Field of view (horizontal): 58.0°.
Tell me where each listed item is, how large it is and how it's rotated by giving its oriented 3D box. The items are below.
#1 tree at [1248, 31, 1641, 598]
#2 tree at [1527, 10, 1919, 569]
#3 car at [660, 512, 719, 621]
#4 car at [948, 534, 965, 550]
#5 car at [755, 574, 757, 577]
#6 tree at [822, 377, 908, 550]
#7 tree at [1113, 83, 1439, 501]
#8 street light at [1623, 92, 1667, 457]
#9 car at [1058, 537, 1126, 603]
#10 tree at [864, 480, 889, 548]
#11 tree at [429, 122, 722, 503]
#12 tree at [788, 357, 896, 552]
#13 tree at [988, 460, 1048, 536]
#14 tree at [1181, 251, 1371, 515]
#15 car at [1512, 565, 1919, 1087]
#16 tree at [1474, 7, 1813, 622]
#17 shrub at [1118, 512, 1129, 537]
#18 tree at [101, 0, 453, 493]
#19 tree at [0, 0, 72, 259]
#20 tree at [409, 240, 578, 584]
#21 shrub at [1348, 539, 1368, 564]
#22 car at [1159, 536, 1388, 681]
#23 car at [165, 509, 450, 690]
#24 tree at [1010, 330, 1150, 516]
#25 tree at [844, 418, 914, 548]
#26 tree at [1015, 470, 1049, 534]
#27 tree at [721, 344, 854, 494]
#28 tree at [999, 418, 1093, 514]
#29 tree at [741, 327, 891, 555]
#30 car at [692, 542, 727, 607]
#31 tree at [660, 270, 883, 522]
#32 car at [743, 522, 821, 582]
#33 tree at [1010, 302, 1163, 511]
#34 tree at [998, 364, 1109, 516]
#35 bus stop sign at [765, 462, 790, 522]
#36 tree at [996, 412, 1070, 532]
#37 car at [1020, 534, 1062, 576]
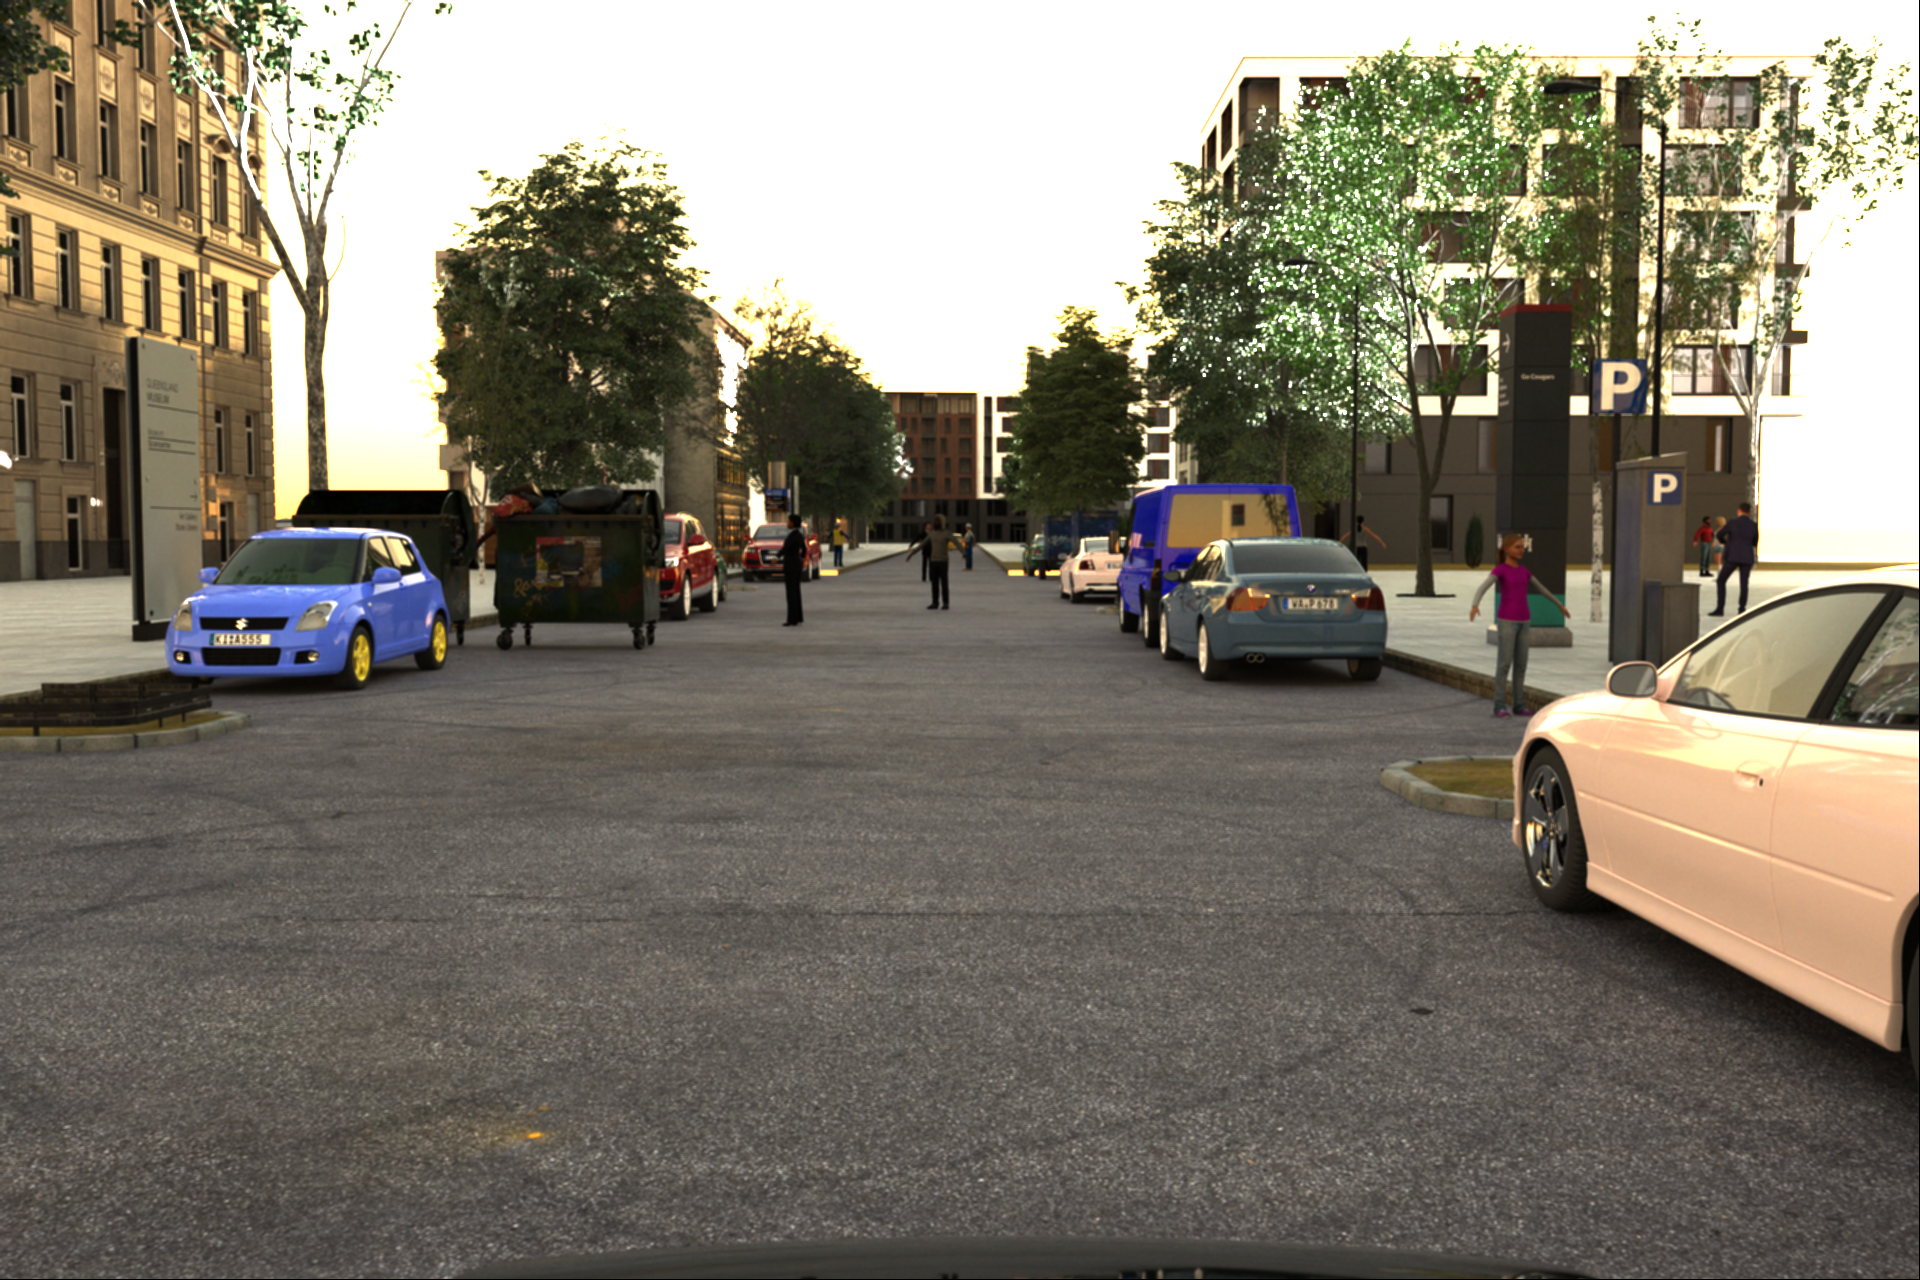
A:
[{"bbox_3d":[9.626,-6.692,35.168,9.928,11.665,9.643,0,3,0],"label":"tree"},{"bbox_3d":[27.823,-12.709,63.681,12.611,20.169,13.585,0,3,0],"label":"tree"},{"bbox_3d":[-5.512,-1.328,30.389,2.281,1.827,5.304,0,4,0],"label":"car"},{"bbox_3d":[-0.476,-7.766,137.196,2.015,1.641,3.980,0,4,-1],"label":"car"},{"bbox_3d":[-5.881,-2.846,58.893,2.083,1.381,4.827,0,4,0],"label":"car"},{"bbox_3d":[-8.818,-14.323,140.839,9.857,13.997,8.962,0,3,0],"label":"tree"},{"bbox_3d":[9.379,-8.830,51.026,9.857,13.997,8.962,0,3,0],"label":"tree"},{"bbox_3d":[7.756,-2.775,17.905,1.470,5.913,1.316,0,3,0],"label":"street light"},{"bbox_3d":[3.185,-1.518,37.187,2.083,1.381,4.827,0,4,-1],"label":"car"},{"bbox_3d":[-8.503,-13.021,163.253,4.737,8.622,4.395,0,3,0],"label":"tree"},{"bbox_3d":[-12.442,-9.058,54.749,9.857,13.997,8.962,0,3,0],"label":"tree"},{"bbox_3d":[-9.292,-13.360,125.084,9.857,13.997,8.962,0,3,0],"label":"tree"},{"bbox_3d":[6.744,-13.572,156.306,8.767,10.594,7.601,-1,4,-10],"label":"tree"},{"bbox_3d":[12.334,-9.187,68.331,7.486,12.596,7.792,0,3,0],"label":"tree"},{"bbox_3d":[3.169,0.440,5.171,2.083,1.381,4.827,0,4,0],"label":"car"},{"bbox_3d":[9.134,-4.576,25.174,4.360,8.622,3.978,0,3,0],"label":"tree"},{"bbox_3d":[5.955,-3.592,62.770,1.661,2.075,1.752,0,3,0],"label":"shrub"},{"bbox_3d":[-13.377,-10.731,31.342,12.611,20.169,13.585,0,3,0],"label":"tree"},{"bbox_3d":[-12.159,-6.567,14.033,9.857,13.997,8.962,0,3,0],"label":"tree"},{"bbox_3d":[-12.386,-5.728,44.017,4.360,8.622,3.978,0,3,0],"label":"tree"},{"bbox_3d":[14.821,-3.294,64.980,1.383,1.207,1.383,0,3,0],"label":"shrub"},{"bbox_3d":[3.205,-0.380,18.223,2.014,1.417,4.499,0,4,-1],"label":"car"},{"bbox_3d":[-6.320,-0.453,17.001,1.945,1.707,3.694,0,3,0],"label":"car"},{"bbox_3d":[6.599,-10.853,95.566,7.486,12.596,7.792,0,3,0],"label":"tree"},{"bbox_3d":[-9.205,-14.968,155.090,12.009,13.543,11.850,0,3,0],"label":"tree"},{"bbox_3d":[6.854,-11.517,138.661,4.360,8.622,3.978,0,3,0],"label":"tree"},{"bbox_3d":[-9.212,-10.316,94.420,9.928,11.665,9.643,0,3,0],"label":"tree"},{"bbox_3d":[6.097,-11.254,118.419,7.601,10.594,8.767,-2,4,-26],"label":"tree"},{"bbox_3d":[-8.863,-12.162,105.510,9.857,13.997,8.962,0,3,0],"label":"tree"},{"bbox_3d":[-5.925,-1.459,35.653,2.131,1.459,4.920,0,3,0],"label":"car"},{"bbox_3d":[-8.968,-10.453,81.282,12.009,13.543,11.850,0,3,0],"label":"tree"},{"bbox_3d":[-5.459,-2.743,53.514,2.281,1.827,5.304,0,4,0],"label":"car"},{"bbox_3d":[6.139,-10.243,85.597,7.486,12.596,7.792,0,3,0],"label":"tree"},{"bbox_3d":[6.081,-10.970,105.108,9.928,11.665,9.643,0,3,0],"label":"tree"},{"bbox_3d":[-6.649,-4.534,63.147,0.837,3.901,0.837,0,4,-1],"label":"bus stop sign"},{"bbox_3d":[6.836,-13.938,146.012,7.486,12.596,7.792,0,3,0],"label":"tree"},{"bbox_3d":[3.185,-2.968,60.329,2.131,1.459,4.920,0,4,-1],"label":"car"}]
